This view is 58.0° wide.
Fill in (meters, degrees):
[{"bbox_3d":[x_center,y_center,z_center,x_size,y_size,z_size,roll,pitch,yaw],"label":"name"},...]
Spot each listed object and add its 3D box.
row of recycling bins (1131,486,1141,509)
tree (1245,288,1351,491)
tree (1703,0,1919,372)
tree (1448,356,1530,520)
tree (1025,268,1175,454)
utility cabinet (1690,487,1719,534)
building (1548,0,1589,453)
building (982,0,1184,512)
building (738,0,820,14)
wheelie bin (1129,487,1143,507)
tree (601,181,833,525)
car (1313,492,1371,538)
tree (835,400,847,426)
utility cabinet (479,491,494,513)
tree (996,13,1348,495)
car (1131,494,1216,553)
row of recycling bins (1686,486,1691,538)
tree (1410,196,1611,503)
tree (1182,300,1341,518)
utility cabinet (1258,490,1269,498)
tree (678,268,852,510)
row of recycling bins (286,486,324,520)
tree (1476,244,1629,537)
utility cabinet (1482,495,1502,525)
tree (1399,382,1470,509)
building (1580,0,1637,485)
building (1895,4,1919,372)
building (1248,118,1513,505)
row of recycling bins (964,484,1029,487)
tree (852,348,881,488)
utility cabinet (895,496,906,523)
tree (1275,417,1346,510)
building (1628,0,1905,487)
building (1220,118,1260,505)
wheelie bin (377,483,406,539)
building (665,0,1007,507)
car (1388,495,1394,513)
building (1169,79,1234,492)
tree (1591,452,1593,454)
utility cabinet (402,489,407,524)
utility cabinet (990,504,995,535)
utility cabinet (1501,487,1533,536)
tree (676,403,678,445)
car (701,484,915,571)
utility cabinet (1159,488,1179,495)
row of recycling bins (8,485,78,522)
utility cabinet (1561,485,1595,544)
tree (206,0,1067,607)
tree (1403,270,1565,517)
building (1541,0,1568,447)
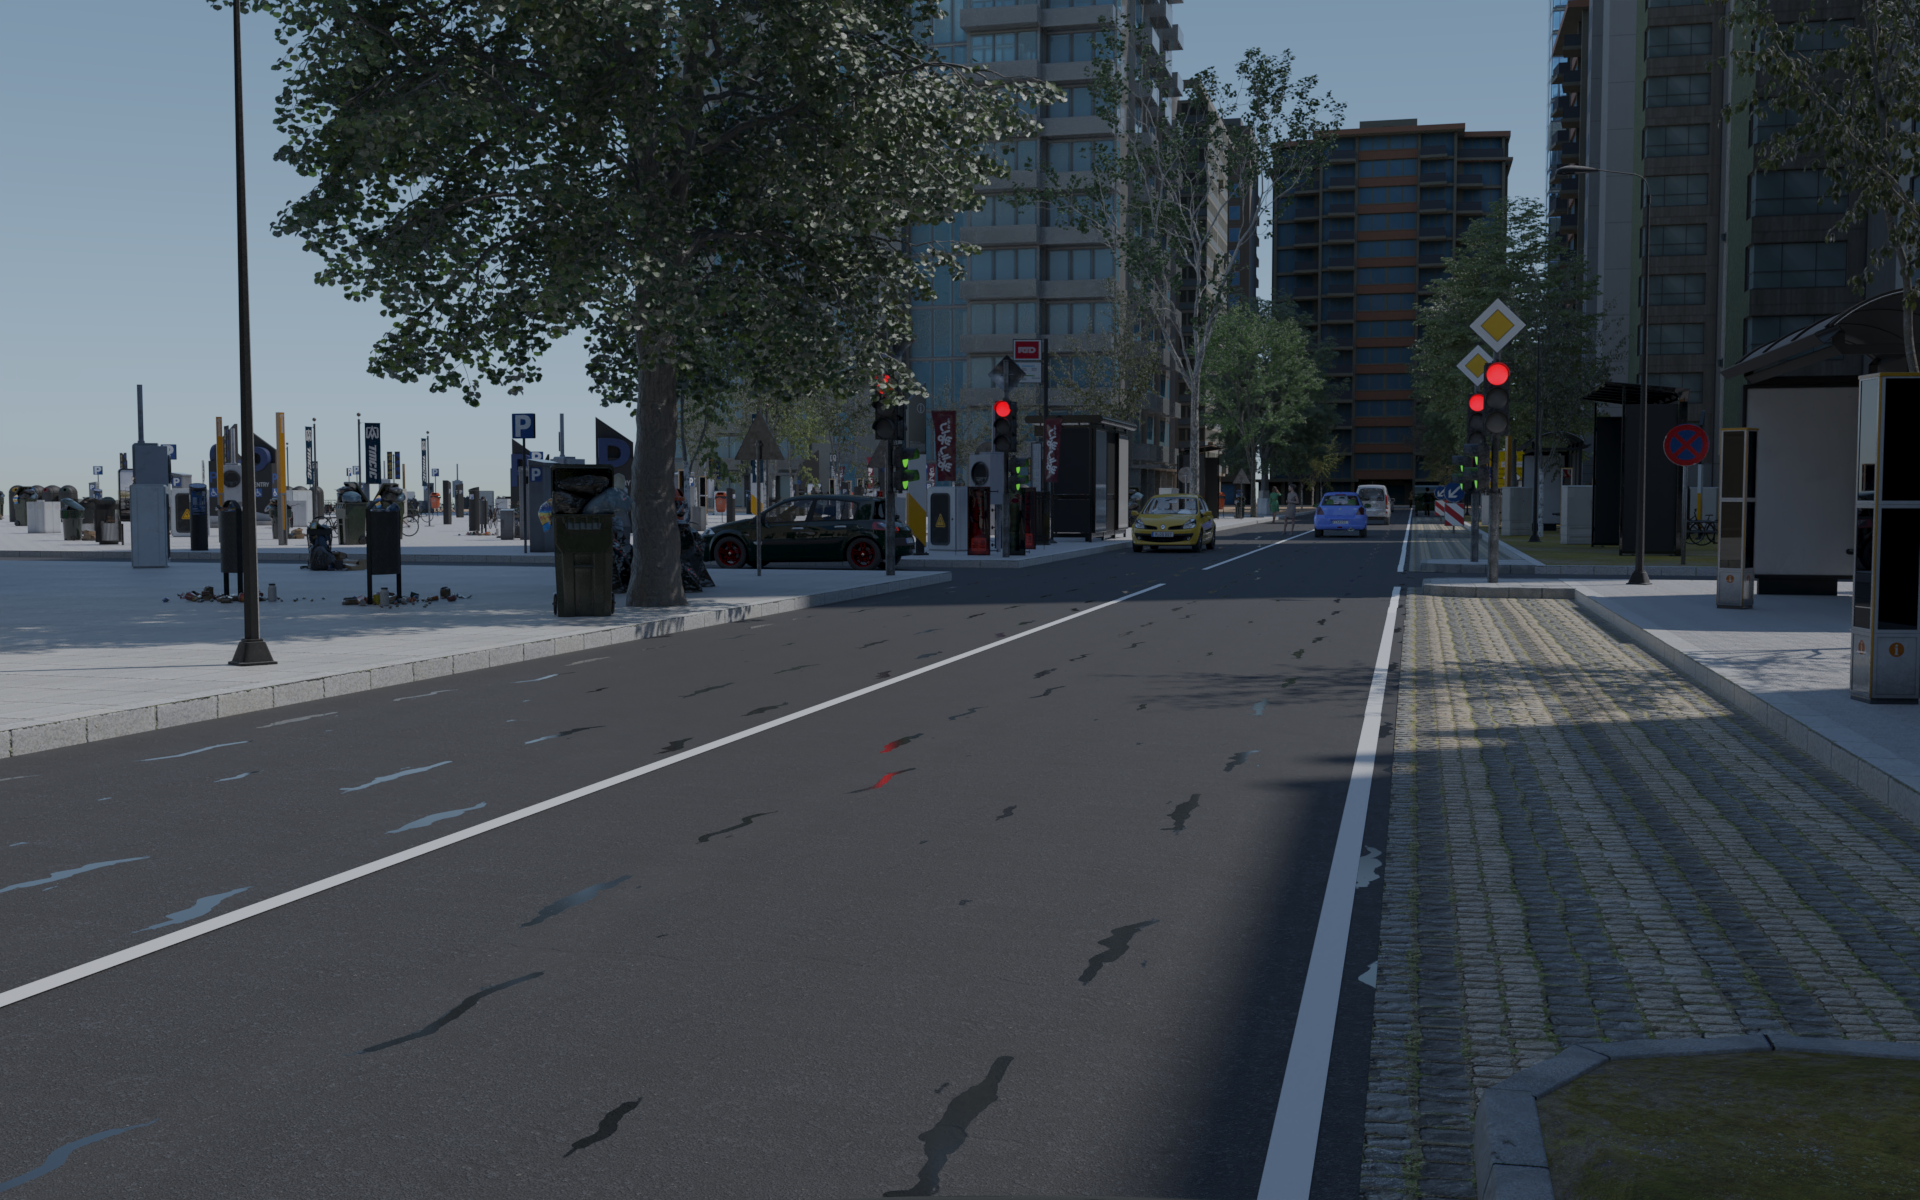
[{"bbox_3d":[8.747,-5.190,91.967,1.069,1.692,3.534,-1,4,-11],"label":"row of recycling bins"},{"bbox_3d":[18.936,-12.227,106.566,9.857,13.997,8.962,0,3,0],"label":"tree"},{"bbox_3d":[8.055,-3.903,14.173,4.360,8.622,3.978,0,3,0],"label":"tree"},{"bbox_3d":[26.293,-8.342,86.754,4.737,8.622,4.395,0,3,0],"label":"tree"},{"bbox_3d":[5.065,-6.498,56.602,4.360,8.622,3.978,0,3,0],"label":"tree"},{"bbox_3d":[23.727,-2.864,55.503,0.318,1.500,1.173,-3,4,-39],"label":"utility cabinet"},{"bbox_3d":[63.402,-30.382,151.373,22.147,44.769,28.867,1,4,15],"label":"building"},{"bbox_3d":[4.154,-31.025,126.867,23.786,49.044,30.456,1,4,15],"label":"building"},{"bbox_3d":[-16.099,-47.874,220.996,20.611,71.187,20.563,1,4,15],"label":"building"},{"bbox_3d":[7.280,-3.998,73.282,0.980,1.594,0.693,2,4,24],"label":"wheelie bin"},{"bbox_3d":[-5.936,-5.420,38.972,4.737,8.622,4.395,0,3,0],"label":"tree"},{"bbox_3d":[12.829,-2.976,58.250,1.945,1.707,3.694,1,4,14],"label":"car"},{"bbox_3d":[-7.454,-7.848,78.673,4.737,8.622,4.395,0,3,0],"label":"tree"},{"bbox_3d":[-30.229,-6.203,110.095,1.173,1.500,0.318,0,4,4],"label":"utility cabinet"},{"bbox_3d":[8.152,-13.084,69.805,12.611,20.169,13.585,0,3,0],"label":"tree"},{"bbox_3d":[5.424,-2.052,43.769,2.015,1.641,3.980,1,4,15],"label":"car"},{"bbox_3d":[20.769,-2.675,50.842,1.069,1.692,3.534,1,4,18],"label":"row of recycling bins"},{"bbox_3d":[20.981,-9.099,66.890,7.486,12.596,7.792,0,3,0],"label":"tree"},{"bbox_3d":[15.819,-10.292,94.026,9.928,11.665,9.643,0,3,0],"label":"tree"},{"bbox_3d":[18.479,-5.917,105.424,0.318,1.500,1.173,2,4,28],"label":"utility cabinet"},{"bbox_3d":[-6.213,-6.443,55.700,4.360,8.622,3.978,0,3,0],"label":"tree"},{"bbox_3d":[-33.597,-4.917,87.501,3.534,1.692,1.069,2,4,24],"label":"row of recycling bins"},{"bbox_3d":[17.636,-6.192,51.596,4.360,8.622,3.978,0,3,0],"label":"tree"},{"bbox_3d":[21.972,-3.694,71.564,0.306,1.237,1.020,-1,4,-17],"label":"utility cabinet"},{"bbox_3d":[50.768,-16.266,176.324,12.009,13.543,11.850,0,3,0],"label":"tree"},{"bbox_3d":[55.830,-35.559,123.381,21.231,58.520,28.212,1,4,15],"label":"building"},{"bbox_3d":[38.021,-36.980,42.868,20.611,71.187,20.563,1,4,15],"label":"building"},{"bbox_3d":[49.859,-33.704,205.676,28.867,44.769,22.147,1,4,15],"label":"building"},{"bbox_3d":[1.575,-4.175,75.375,3.534,1.692,1.069,2,4,32],"label":"row of recycling bins"},{"bbox_3d":[-4.639,-7.151,67.274,4.360,8.622,3.978,0,3,0],"label":"tree"},{"bbox_3d":[-1.592,-1.947,42.998,0.306,1.237,1.020,-1,4,-15],"label":"utility cabinet"},{"bbox_3d":[26.819,-11.380,136.430,4.737,8.622,4.395,0,3,0],"label":"tree"},{"bbox_3d":[43.705,-19.719,94.101,14.160,30.474,14.107,1,4,15],"label":"building"},{"bbox_3d":[28.020,-34.077,207.262,14.200,45.320,14.600,1,4,15],"label":"building"},{"bbox_3d":[-16.063,-2.506,48.883,0.693,1.594,0.980,1,4,18],"label":"wheelie bin"},{"bbox_3d":[-13.131,-33.834,172.793,30.456,49.044,23.786,1,4,15],"label":"building"},{"bbox_3d":[33.104,-7.574,136.197,2.083,1.381,4.827,1,4,16],"label":"car"},{"bbox_3d":[12.747,-28.793,162.644,23.993,40.220,32.217,1,4,15],"label":"building"},{"bbox_3d":[29.508,-5.652,76.118,4.285,4.588,4.351,0,3,0],"label":"tree"},{"bbox_3d":[-23.897,-3.947,73.212,0.318,1.500,1.173,1,4,22],"label":"utility cabinet"},{"bbox_3d":[1.018,-2.615,53.918,1.020,1.237,0.306,-1,4,-20],"label":"utility cabinet"},{"bbox_3d":[17.078,-2.715,53.069,1.173,1.500,0.318,-3,4,-39],"label":"utility cabinet"},{"bbox_3d":[-13.043,-8.251,85.261,4.360,8.622,3.978,0,3,0],"label":"tree"},{"bbox_3d":[-2.944,-1.418,32.963,4.222,1.686,2.009,1,4,13],"label":"car"},{"bbox_3d":[7.664,-3.351,63.472,0.318,1.500,1.173,-1,4,-16],"label":"utility cabinet"},{"bbox_3d":[-41.896,-4.409,79.203,3.534,1.692,1.069,1,4,14],"label":"row of recycling bins"},{"bbox_3d":[15.870,-2.157,43.954,1.173,1.500,0.318,-1,4,-12],"label":"utility cabinet"},{"bbox_3d":[-3.449,-6.911,19.653,9.857,13.997,8.962,0,3,0],"label":"tree"},{"bbox_3d":[29.661,-11.657,97.254,9.857,13.997,8.962,0,3,0],"label":"tree"},{"bbox_3d":[78.828,-54.054,196.448,31.000,86.520,22.319,1,4,15],"label":"building"}]
